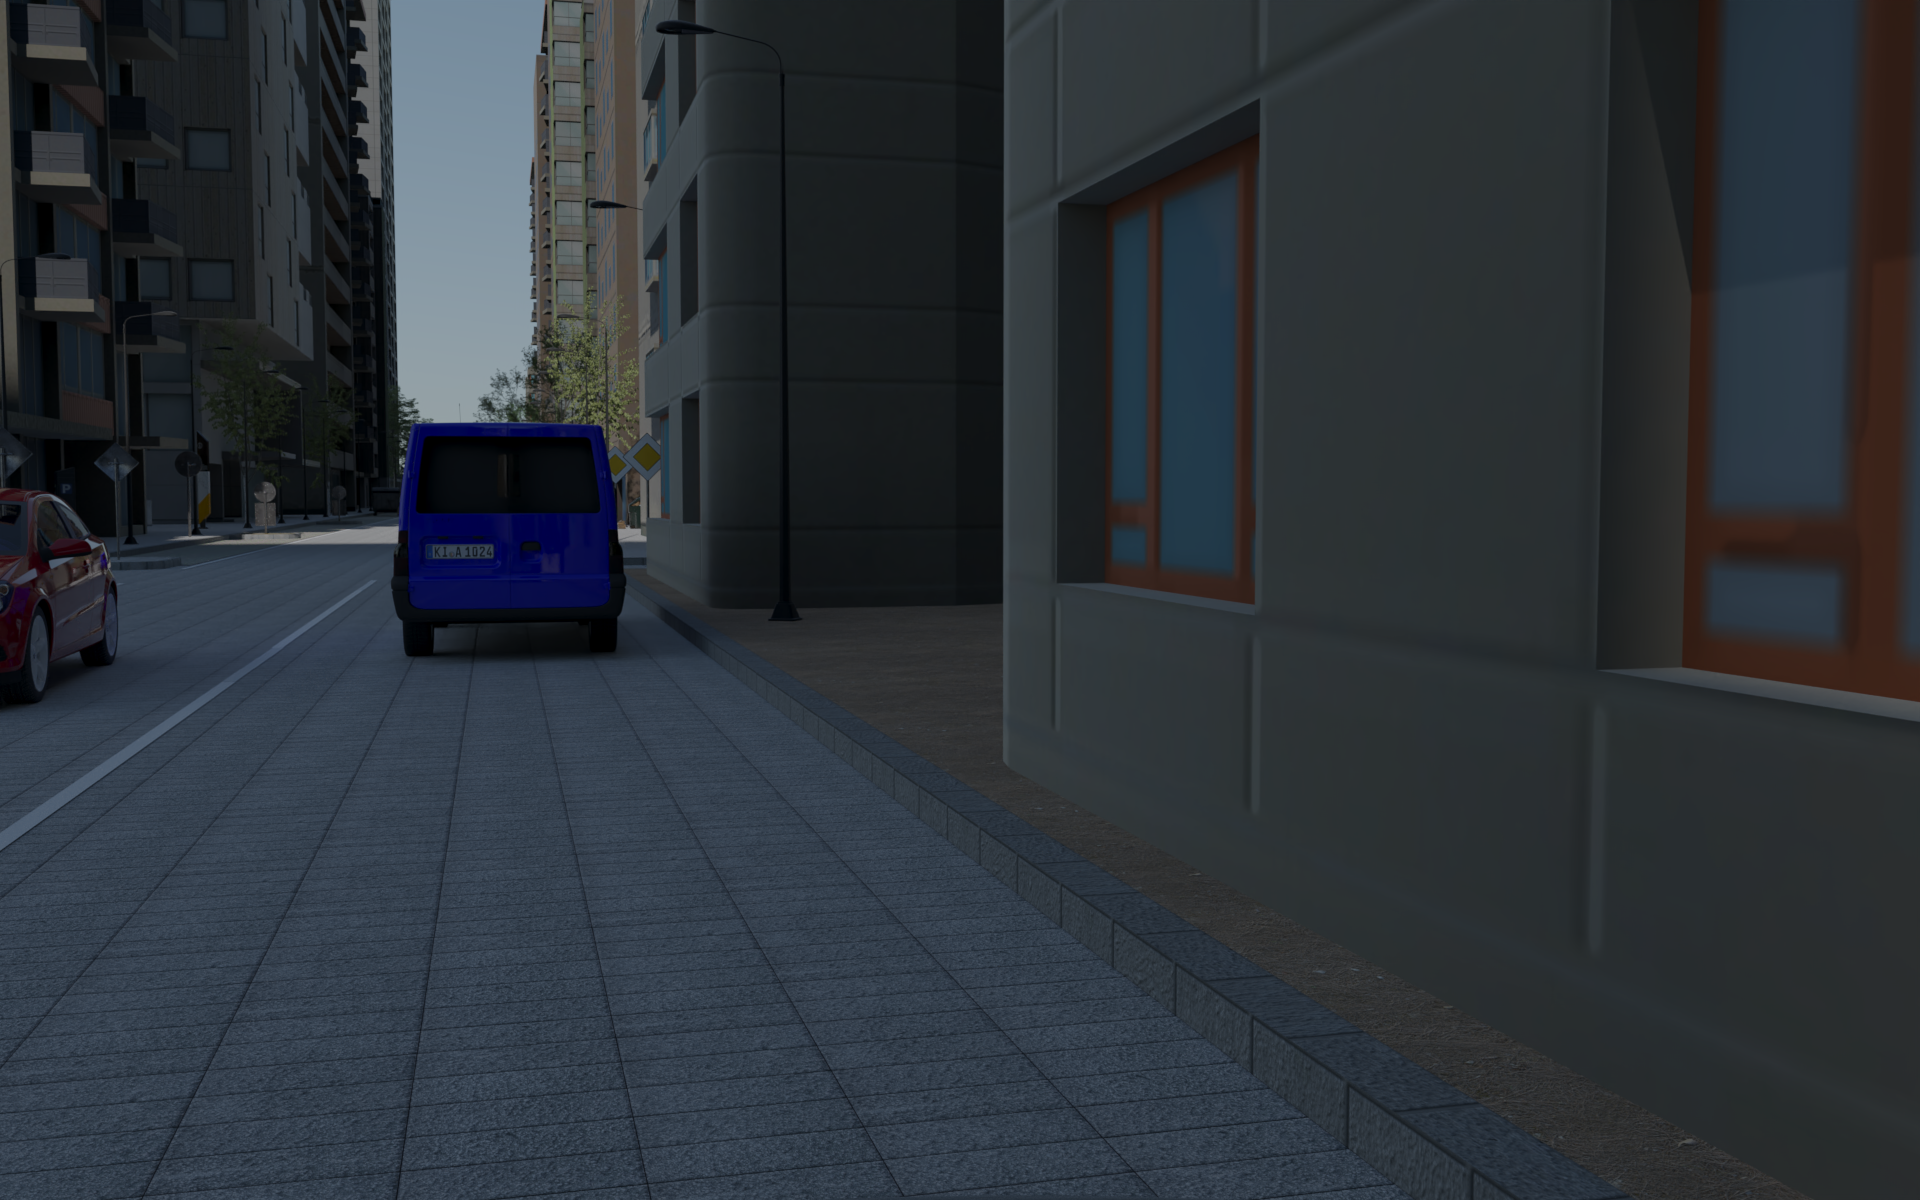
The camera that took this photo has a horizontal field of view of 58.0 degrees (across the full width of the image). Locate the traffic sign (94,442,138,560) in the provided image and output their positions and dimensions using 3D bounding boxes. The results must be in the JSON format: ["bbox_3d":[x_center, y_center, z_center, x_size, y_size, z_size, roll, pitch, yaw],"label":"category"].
[{"bbox_3d":[-16.416,-1.841,33.739,0.795,2.450,0.064,-1,4,-15],"label":"traffic sign"}]

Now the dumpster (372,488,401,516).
[{"bbox_3d":[-37.656,-6.455,113.757,1.865,1.857,1.264,-1,4,-16],"label":"dumpster"}]

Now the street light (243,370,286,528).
[{"bbox_3d":[-26.170,-5.647,64.875,1.470,5.913,1.316,-1,4,-15],"label":"street light"}]

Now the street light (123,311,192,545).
[{"bbox_3d":[-20.602,-4.375,44.077,1.470,5.913,1.316,-1,4,-15],"label":"street light"}]

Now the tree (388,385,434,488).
[{"bbox_3d":[-59.112,-16.011,179.902,7.486,12.596,7.792,0,3,0],"label":"tree"}]

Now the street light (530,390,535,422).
[{"bbox_3d":[-18.214,-6.383,76.904,1.470,5.913,1.316,-1,4,-15],"label":"street light"}]

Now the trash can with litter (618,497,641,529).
[{"bbox_3d":[-12.166,-3.204,63.778,1.055,1.170,0.624,-1,4,-19],"label":"trash can with litter"}]

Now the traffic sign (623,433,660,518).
[{"bbox_3d":[-5.130,-1.518,28.454,0.795,2.450,0.064,-1,4,-15],"label":"traffic sign"}]

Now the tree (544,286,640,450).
[{"bbox_3d":[-13.080,-6.857,62.476,4.737,8.622,4.395,0,3,0],"label":"tree"}]

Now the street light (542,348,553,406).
[{"bbox_3d":[-12.447,-5.059,55.259,1.470,5.913,1.316,-1,4,-15],"label":"street light"}]

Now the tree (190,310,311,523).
[{"bbox_3d":[-28.554,-7.267,69.180,4.737,8.622,4.395,0,3,0],"label":"tree"}]

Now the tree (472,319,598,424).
[{"bbox_3d":[-21.612,-9.621,91.712,8.767,10.594,7.601,-1,4,-14],"label":"tree"}]

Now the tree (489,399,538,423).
[{"bbox_3d":[-47.223,-16.104,189.060,9.928,11.665,9.643,0,3,0],"label":"tree"}]

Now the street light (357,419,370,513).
[{"bbox_3d":[-37.722,-8.270,107.751,1.470,5.913,1.316,-1,4,-15],"label":"street light"}]

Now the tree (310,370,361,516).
[{"bbox_3d":[-37.648,-9.299,102.405,4.737,8.622,4.395,0,3,0],"label":"tree"}]

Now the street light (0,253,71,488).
[{"bbox_3d":[-17.823,-3.722,33.392,1.470,5.913,1.316,-1,4,-15],"label":"street light"}]

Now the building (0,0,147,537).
[{"bbox_3d":[-33.176,-23.791,43.605,22.147,44.769,28.867,-1,4,-15],"label":"building"}]

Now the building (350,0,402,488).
[{"bbox_3d":[-85.595,-48.793,236.013,20.563,71.187,20.611,-1,4,-15],"label":"building"}]

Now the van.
[{"bbox_3d":[-4.434,-0.778,17.107,2.240,2.365,5.245,-1,4,-14],"label":"van"}]

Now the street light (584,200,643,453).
[{"bbox_3d":[-5.168,-3.373,27.697,1.470,5.913,1.316,-1,4,-15],"label":"street light"}]

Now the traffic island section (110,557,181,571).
[{"bbox_3d":[-16.437,-0.704,33.795,2.009,0.180,2.903,-1,4,-15],"label":"traffic island section"}]

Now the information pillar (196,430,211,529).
[{"bbox_3d":[-27.829,-4.425,63.707,0.504,3.616,0.183,1,4,17],"label":"information pillar"}]

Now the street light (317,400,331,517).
[{"bbox_3d":[-31.819,-6.916,85.626,1.470,5.913,1.316,-1,4,-15],"label":"street light"}]

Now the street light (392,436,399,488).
[{"bbox_3d":[-46.113,-10.188,139.118,1.470,5.913,1.316,-1,4,-15],"label":"street light"}]

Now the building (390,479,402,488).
[{"bbox_3d":[-80.098,-30.712,194.022,32.217,40.220,23.993,-1,4,-15],"label":"building"}]

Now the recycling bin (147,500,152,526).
[{"bbox_3d":[-32.730,-3.452,68.989,0.722,1.027,0.722,1,4,17],"label":"recycling bin"}]

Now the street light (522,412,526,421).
[{"bbox_3d":[-23.801,-7.653,97.672,1.470,5.913,1.316,-1,4,-15],"label":"street light"}]

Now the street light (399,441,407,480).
[{"bbox_3d":[-49.162,-10.891,150.601,1.470,5.913,1.316,-1,4,-15],"label":"street light"}]

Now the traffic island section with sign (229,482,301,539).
[{"bbox_3d":[-22.246,-2.867,55.506,1.989,1.847,2.006,-1,4,-15],"label":"traffic island section with sign"}]

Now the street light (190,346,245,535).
[{"bbox_3d":[-23.515,-5.010,54.454,1.470,5.913,1.316,-1,4,-15],"label":"street light"}]

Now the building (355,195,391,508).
[{"bbox_3d":[-60.736,-23.759,160.168,14.160,30.474,14.107,-1,4,-15],"label":"building"}]

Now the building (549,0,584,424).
[{"bbox_3d":[-20.994,-26.665,119.574,14.154,41.232,14.086,-1,4,-15],"label":"building"}]

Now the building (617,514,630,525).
[{"bbox_3d":[-9.169,-26.205,78.565,14.600,45.320,14.200,-1,4,-15],"label":"building"}]

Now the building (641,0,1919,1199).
[{"bbox_3d":[12.044,-10.505,16.790,27.650,21.520,28.899,-1,4,-15],"label":"building"}]

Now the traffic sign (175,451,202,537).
[{"bbox_3d":[-22.900,-3.139,51.425,0.768,2.556,0.104,-1,4,-9],"label":"traffic sign"}]

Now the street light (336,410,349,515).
[{"bbox_3d":[-34.650,-7.551,96.000,1.470,5.913,1.316,-1,4,-15],"label":"street light"}]

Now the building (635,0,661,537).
[{"bbox_3d":[1.336,-26.129,50.913,21.600,48.544,21.300,-1,4,-15],"label":"building"}]

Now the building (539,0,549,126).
[{"bbox_3d":[-26.117,-30.659,155.903,22.147,44.769,28.867,-1,4,-15],"label":"building"}]

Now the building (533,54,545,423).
[{"bbox_3d":[-35.737,-32.147,175.706,14.600,45.320,14.200,-1,4,-15],"label":"building"}]

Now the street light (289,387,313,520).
[{"bbox_3d":[-28.968,-6.282,75.257,1.470,5.913,1.316,-1,4,-15],"label":"street light"}]

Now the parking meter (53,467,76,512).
[{"bbox_3d":[-19.532,-1.962,37.792,0.399,1.863,0.255,-3,4,-39],"label":"parking meter"}]

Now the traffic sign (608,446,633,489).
[{"bbox_3d":[-7.188,-1.989,36.171,0.795,2.450,0.064,-1,4,-15],"label":"traffic sign"}]

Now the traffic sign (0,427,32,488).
[{"bbox_3d":[-14.358,-1.369,26.023,0.795,2.450,0.064,-1,4,-15],"label":"traffic sign"}]

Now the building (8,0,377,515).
[{"bbox_3d":[-59.039,-29.564,137.989,22.147,44.769,28.867,-1,4,-15],"label":"building"}]

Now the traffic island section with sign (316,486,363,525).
[{"bbox_3d":[-29.198,-4.460,81.552,1.989,1.847,2.006,-1,4,-15],"label":"traffic island section with sign"}]

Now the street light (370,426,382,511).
[{"bbox_3d":[-40.505,-8.918,118.356,1.470,5.913,1.316,-1,4,-15],"label":"street light"}]

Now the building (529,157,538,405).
[{"bbox_3d":[-44.023,-34.822,223.956,22.147,44.769,28.867,-1,4,-15],"label":"building"}]

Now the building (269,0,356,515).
[{"bbox_3d":[-51.916,-29.915,112.811,21.300,48.544,21.600,-1,4,-15],"label":"building"}]

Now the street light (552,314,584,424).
[{"bbox_3d":[-9.689,-4.423,44.865,1.470,5.913,1.316,-1,4,-15],"label":"street light"}]

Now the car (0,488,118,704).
[{"bbox_3d":[-7.551,-0.235,12.890,2.155,1.783,4.494,-1,4,-17],"label":"car"}]

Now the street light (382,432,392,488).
[{"bbox_3d":[-43.284,-9.554,128.744,1.470,5.913,1.316,-1,4,-15],"label":"street light"}]

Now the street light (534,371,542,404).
[{"bbox_3d":[-15.235,-5.696,65.678,1.470,5.913,1.316,-1,4,-15],"label":"street light"}]

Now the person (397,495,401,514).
[{"bbox_3d":[-29.716,-5.109,92.526,0.515,1.767,0.782,2,4,31],"label":"person"}]

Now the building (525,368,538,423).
[{"bbox_3d":[-49.017,-24.962,253.172,27.650,21.520,28.899,-1,4,-15],"label":"building"}]

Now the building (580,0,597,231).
[{"bbox_3d":[-15.646,-20.341,104.284,14.160,30.474,14.107,-1,4,-15],"label":"building"}]

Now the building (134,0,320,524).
[{"bbox_3d":[-45.986,-30.080,81.047,28.713,52.752,27.495,-1,4,-15],"label":"building"}]

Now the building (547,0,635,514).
[{"bbox_3d":[-24.411,-29.602,134.097,14.600,45.320,14.200,-1,4,-15],"label":"building"}]

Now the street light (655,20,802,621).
[{"bbox_3d":[-2.300,-2.737,17.287,1.470,5.913,1.316,-1,4,-15],"label":"street light"}]
